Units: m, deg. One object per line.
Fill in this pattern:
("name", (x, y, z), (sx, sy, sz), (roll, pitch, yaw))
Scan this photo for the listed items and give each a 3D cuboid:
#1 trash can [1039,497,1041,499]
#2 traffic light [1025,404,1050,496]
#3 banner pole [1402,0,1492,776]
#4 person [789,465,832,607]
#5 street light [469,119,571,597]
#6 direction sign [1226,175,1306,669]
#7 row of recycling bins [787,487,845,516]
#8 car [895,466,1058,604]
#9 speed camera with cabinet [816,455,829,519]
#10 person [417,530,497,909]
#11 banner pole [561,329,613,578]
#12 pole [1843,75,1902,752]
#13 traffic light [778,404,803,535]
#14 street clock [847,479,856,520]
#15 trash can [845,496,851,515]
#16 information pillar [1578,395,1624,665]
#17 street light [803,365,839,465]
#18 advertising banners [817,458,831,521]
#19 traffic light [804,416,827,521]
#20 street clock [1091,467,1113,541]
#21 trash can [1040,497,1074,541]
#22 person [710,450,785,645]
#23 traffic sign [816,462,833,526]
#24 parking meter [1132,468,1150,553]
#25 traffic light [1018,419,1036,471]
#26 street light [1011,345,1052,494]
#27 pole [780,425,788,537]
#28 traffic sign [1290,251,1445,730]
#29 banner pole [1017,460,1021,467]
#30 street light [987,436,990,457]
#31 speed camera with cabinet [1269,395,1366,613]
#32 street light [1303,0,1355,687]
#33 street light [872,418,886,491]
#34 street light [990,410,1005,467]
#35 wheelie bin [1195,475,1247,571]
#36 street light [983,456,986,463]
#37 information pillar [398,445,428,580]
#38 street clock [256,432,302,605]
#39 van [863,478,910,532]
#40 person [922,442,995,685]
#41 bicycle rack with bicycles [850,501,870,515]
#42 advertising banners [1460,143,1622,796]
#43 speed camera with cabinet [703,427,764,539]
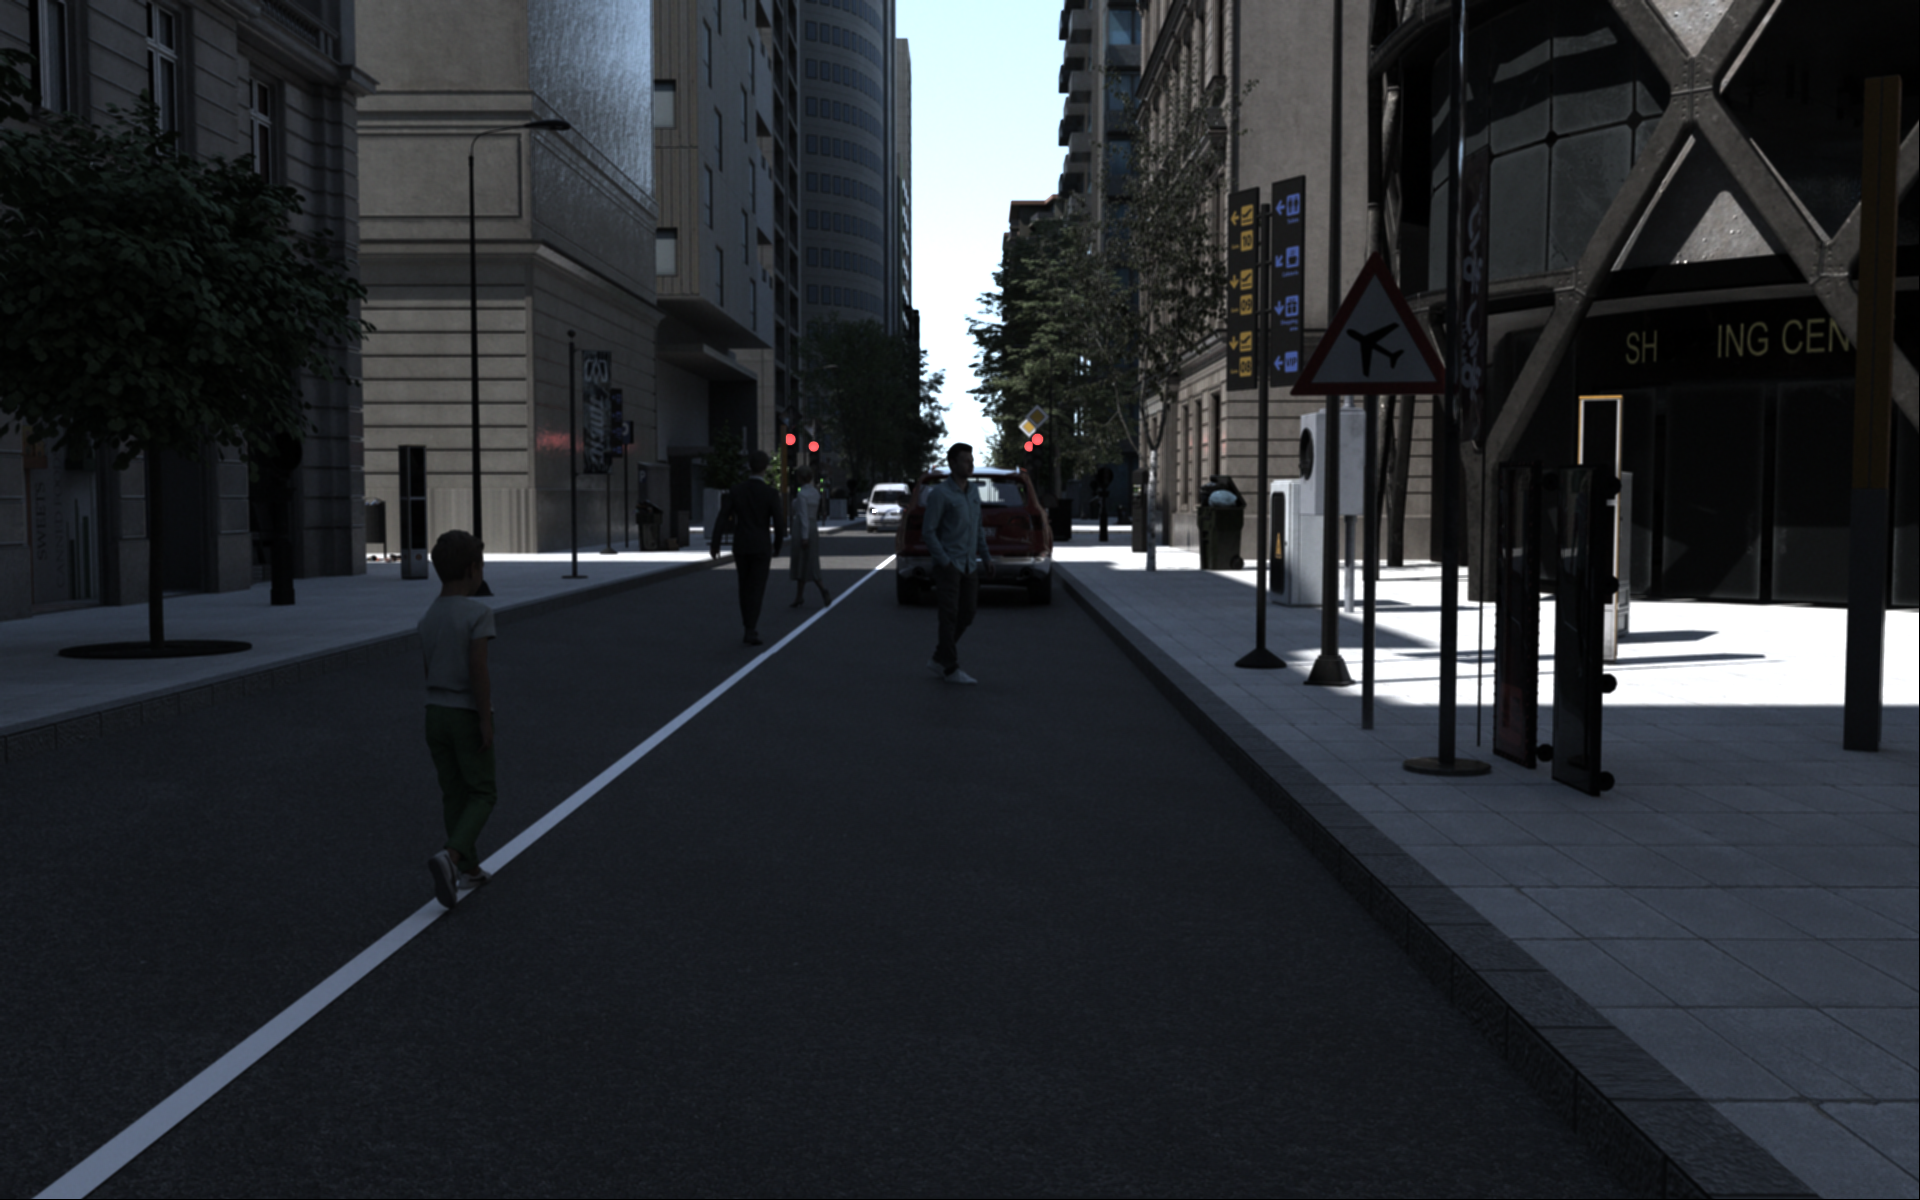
("trash can", (4.355, -5.350, 99.121), (0.748, 1.137, 0.748), (0, 3, 0))
("traffic light", (2.391, -3.989, 54.145), (0.839, 4.253, 0.868), (0, 4, 0))
("banner pole", (2.208, -1.083, 7.722), (0.401, 3.779, 0.863), (1, 4, 14))
("person", (-1.890, -0.802, 21.845), (0.641, 1.798, 0.478), (3, 4, 38))
("street light", (-5.524, -3.002, 21.627), (1.470, 5.913, 1.316), (0, 4, 0))
("direction sign", (2.237, -1.271, 12.781), (0.379, 3.537, 0.876), (-2, 4, -28))
("row of recycling bins", (-8.419, -5.720, 100.641), (3.534, 1.692, 1.069), (-1, 4, -10))
("car", (0.234, -0.943, 24.084), (2.281, 1.827, 5.304), (0, 4, 2))
("speed camera with cabinet", (-7.465, -5.783, 88.895), (0.660, 3.252, 2.038), (-2, 4, -34))
("person", (-1.779, 0.406, 6.117), (0.306, 1.304, 0.590), (0, 4, 4))
("banner pole", (-5.701, -2.233, 26.519), (0.863, 3.779, 0.401), (-2, 4, -32))
("pole", (4.537, -0.903, 8.609), (0.158, 3.312, 0.155), (0, 3, 0))
("traffic light", (-5.270, -3.992, 54.195), (0.839, 4.253, 0.868), (0, 4, 0))
("street clock", (-5.312, -4.918, 84.985), (0.358, 2.002, 0.471), (3, 4, 37))
("trash can", (-7.018, -5.737, 105.453), (0.748, 1.137, 0.748), (0, 3, 0))
("information pillar", (4.829, -0.526, 13.096), (0.304, 2.012, 0.304), (1, 4, 22))
("street light", (-5.083, -5.512, 62.660), (1.470, 5.913, 1.316), (0, 4, 0))
("advertising banners", (-6.568, -5.327, 83.289), (0.090, 3.025, 2.074), (1, 4, 16))
("traffic light", (-5.201, -4.481, 62.180), (0.839, 4.253, 0.868), (0, 4, 0))
("street clock", (3.891, -2.588, 46.892), (0.471, 2.002, 0.358), (-1, 4, -16))
("trash can", (2.730, -2.166, 47.070), (0.748, 1.137, 0.748), (0, 3, 0))
("person", (-1.982, -0.511, 16.625), (0.659, 1.850, 0.755), (1, 4, 11))
("traffic sign", (-5.414, -4.191, 68.625), (0.768, 2.556, 0.104), (0, 4, 6))
("parking meter", (3.970, -1.979, 38.061), (0.255, 1.863, 0.399), (2, 4, 34))
("traffic light", (2.460, -4.478, 62.130), (0.839, 4.253, 0.868), (0, 4, 0))
("street light", (2.289, -4.990, 54.133), (1.470, 5.913, 1.316), (0, 4, 0))
("pole", (-5.197, -3.505, 51.152), (0.158, 3.312, 0.155), (0, 3, 0))
("traffic sign", (2.226, -0.574, 9.386), (0.884, 2.594, 0.081), (0, 4, 4))
("banner pole", (3.008, -6.029, 88.594), (0.401, 3.779, 0.863), (-1, 4, -17))
("street light", (2.995, -10.075, 137.275), (1.470, 5.913, 1.316), (0, 4, 0))
("speed camera with cabinet", (3.985, -1.536, 19.445), (0.660, 3.252, 2.038), (0, 4, -3))
("street light", (1.955, -2.385, 11.533), (1.470, 5.913, 1.316), (0, 4, 0))
("street light", (-4.754, -8.123, 105.356), (1.470, 5.913, 1.316), (0, 4, 0))
("street light", (2.529, -7.470, 94.675), (1.470, 5.913, 1.316), (0, 4, 0))
("wheelie bin", (4.392, -1.302, 29.203), (0.693, 1.594, 0.980), (-1, 4, -22))
("street light", (3.276, -12.092, 170.252), (1.470, 5.913, 1.316), (0, 4, 0))
("information pillar", (-8.224, -1.319, 26.063), (0.304, 2.012, 0.304), (-3, 5, -43))
("street clock", (-7.845, -0.944, 20.006), (0.358, 2.002, 0.471), (2, 4, 28))
("van", (-2.652, -3.606, 65.972), (2.013, 2.044, 4.112), (0, 4, 0))
("person", (-0.061, -0.289, 13.249), (0.620, 1.820, 0.660), (2, 4, 35))
("bicycle rack with bicycles", (-6.471, -5.815, 108.459), (2.852, 0.926, 2.925), (1, 4, 11))
("advertising banners", (2.661, -0.735, 8.199), (0.090, 3.025, 2.074), (0, 4, -2))
("speed camera with cabinet", (-6.551, -3.416, 50.193), (0.660, 3.252, 2.038), (2, 4, 34))
